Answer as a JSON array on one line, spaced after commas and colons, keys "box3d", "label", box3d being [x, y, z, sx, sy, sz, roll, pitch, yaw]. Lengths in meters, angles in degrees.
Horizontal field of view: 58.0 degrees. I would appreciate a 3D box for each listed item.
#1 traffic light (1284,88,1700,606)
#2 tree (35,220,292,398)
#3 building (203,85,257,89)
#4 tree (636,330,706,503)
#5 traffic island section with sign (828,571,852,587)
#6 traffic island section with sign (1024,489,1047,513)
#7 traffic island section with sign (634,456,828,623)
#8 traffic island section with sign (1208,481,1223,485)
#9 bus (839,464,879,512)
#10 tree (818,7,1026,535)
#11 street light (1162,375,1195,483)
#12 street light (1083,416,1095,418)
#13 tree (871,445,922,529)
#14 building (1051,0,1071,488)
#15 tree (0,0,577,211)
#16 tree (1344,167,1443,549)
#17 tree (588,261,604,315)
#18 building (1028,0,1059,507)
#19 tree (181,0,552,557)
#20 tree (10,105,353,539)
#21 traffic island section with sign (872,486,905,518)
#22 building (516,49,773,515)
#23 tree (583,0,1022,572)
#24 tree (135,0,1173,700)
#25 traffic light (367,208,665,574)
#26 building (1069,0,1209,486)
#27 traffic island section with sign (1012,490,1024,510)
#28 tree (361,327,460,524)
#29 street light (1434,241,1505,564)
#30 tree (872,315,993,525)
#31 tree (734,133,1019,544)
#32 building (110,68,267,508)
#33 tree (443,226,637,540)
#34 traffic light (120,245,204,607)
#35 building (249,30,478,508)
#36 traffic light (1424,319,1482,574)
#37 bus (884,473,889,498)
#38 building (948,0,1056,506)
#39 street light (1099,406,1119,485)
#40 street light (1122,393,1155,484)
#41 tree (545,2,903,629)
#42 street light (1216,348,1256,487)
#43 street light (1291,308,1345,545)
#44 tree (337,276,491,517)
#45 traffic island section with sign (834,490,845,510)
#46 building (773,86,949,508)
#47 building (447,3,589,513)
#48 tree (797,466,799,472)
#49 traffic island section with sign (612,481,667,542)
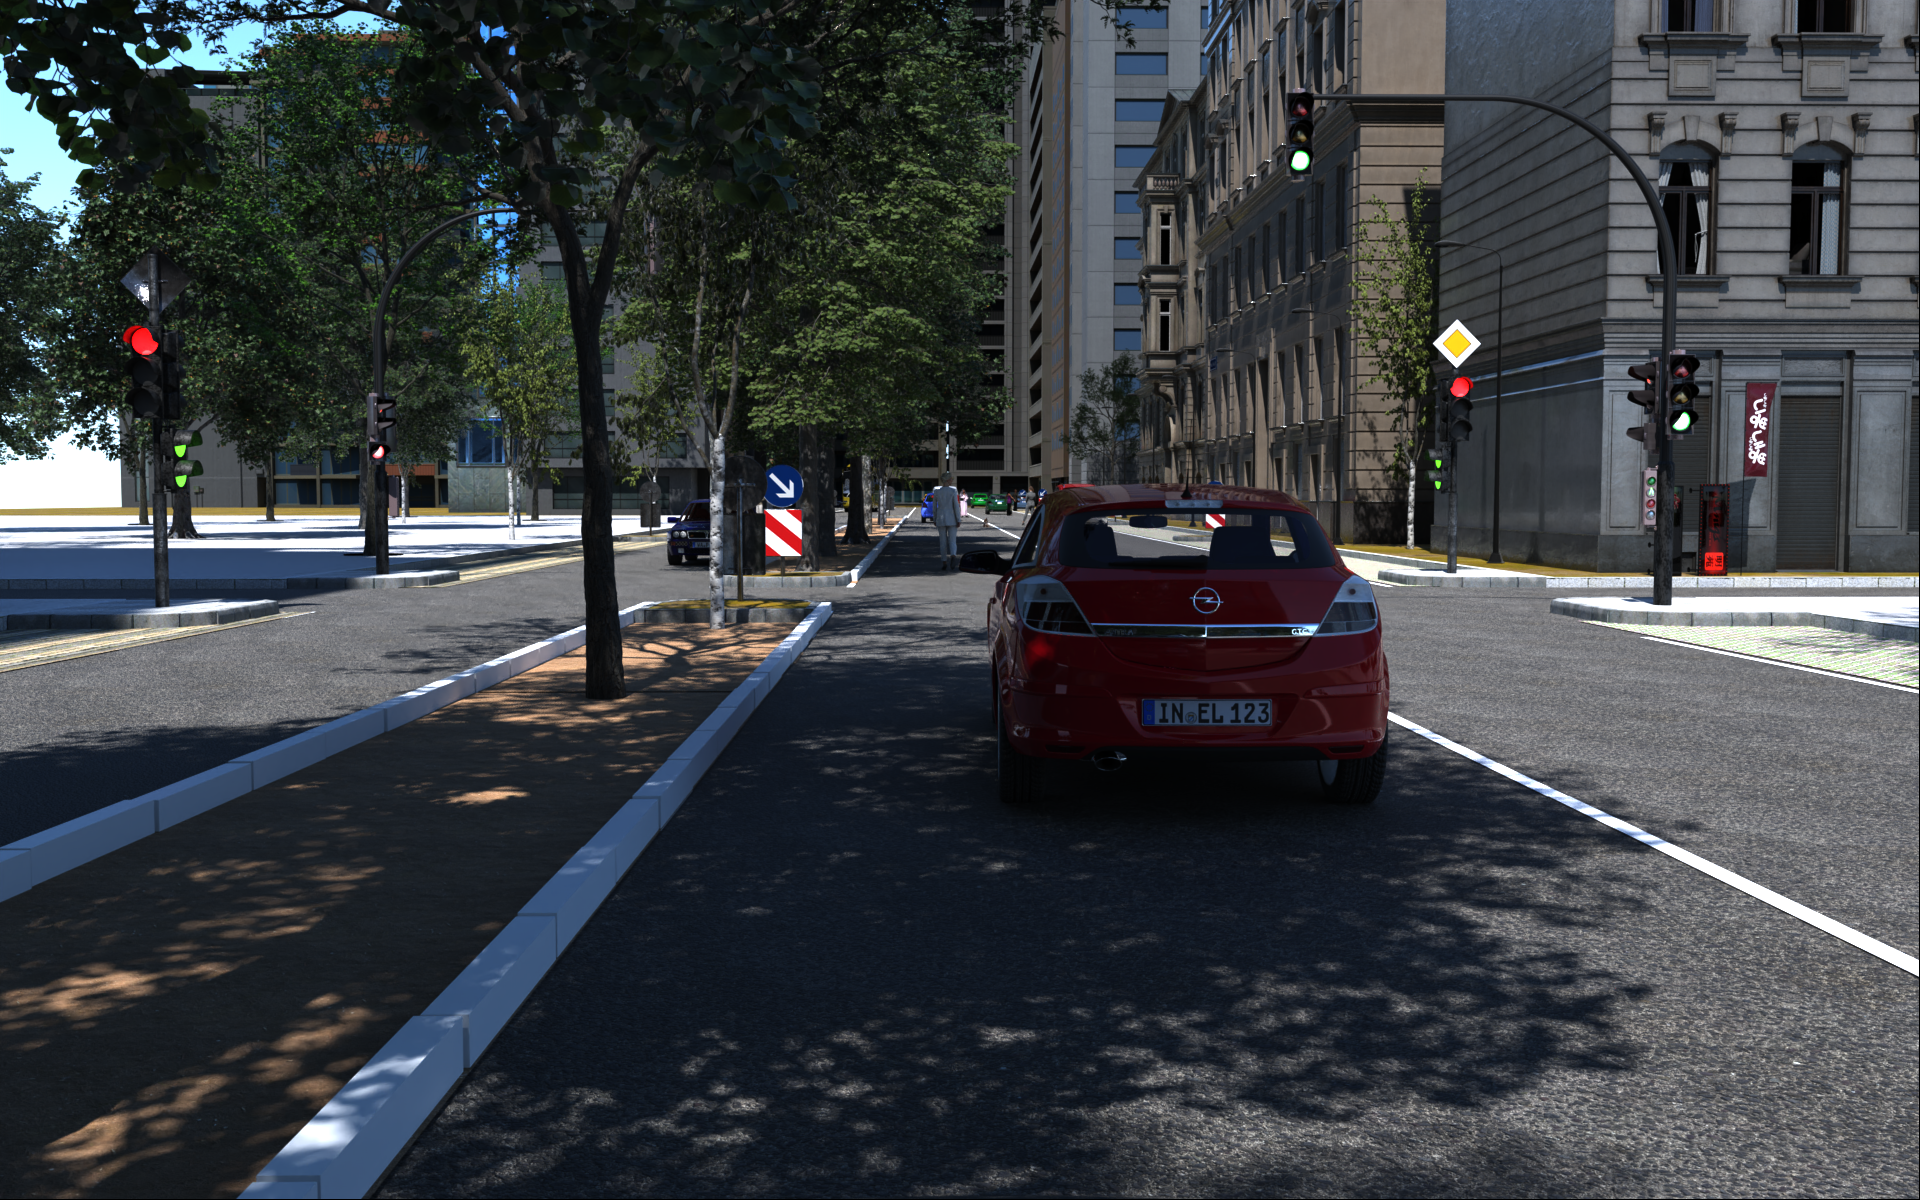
[{"box3d": [6.007, -2.758, 19.757, 4.771, 5.953, 1.251, 0, 4, -1], "label": "traffic light"}, {"box3d": [-33.776, -8.881, 70.957, 9.928, 11.665, 9.643, 0, 3, 0], "label": "tree"}, {"box3d": [-68.607, -35.303, 196.817, 30.456, 49.044, 23.786, 0, 4, -1], "label": "building"}, {"box3d": [-12.895, -7.517, 73.266, 4.737, 8.622, 4.395, 0, 3, 0], "label": "tree"}, {"box3d": [-2.758, -1.184, 27.492, 2.006, 1.907, 1.989, 0, 4, -1], "label": "traffic island section with sign"}, {"box3d": [6.042, -7.409, 129.772, 1.989, 1.847, 2.006, 0, 4, -1], "label": "traffic island section with sign"}, {"box3d": [-2.625, -0.731, 20.086, 2.006, 1.907, 1.989, 0, 4, -1], "label": "traffic island section with sign"}, {"box3d": [7.519, -2.691, 52.631, 1.989, 1.847, 2.006, 0, 4, -1], "label": "traffic island section with sign"}, {"box3d": [-8.008, -9.131, 140.843, 2.896, 3.916, 12.252, 0, 4, 0], "label": "bus"}, {"box3d": [-4.535, -12.410, 61.255, 12.611, 20.169, 13.585, 0, 3, 0], "label": "tree"}, {"box3d": [8.581, -5.818, 67.672, 1.470, 5.913, 1.316, 0, 4, -1], "label": "street light"}, {"box3d": [8.025, -7.984, 103.083, 1.470, 5.913, 1.316, 0, 4, -1], "label": "street light"}, {"box3d": [-3.154, -7.199, 70.529, 4.737, 8.622, 4.395, 0, 3, 0], "label": "tree"}, {"box3d": [15.342, -30.546, 149.532, 14.600, 45.320, 14.200, 0, 4, -1], "label": "building"}, {"box3d": [-2.409, -5.739, 2.948, 9.857, 13.997, 8.962, 0, 3, 0], "label": "tree"}, {"box3d": [10.711, -5.492, 40.161, 4.737, 8.622, 4.395, 0, 3, 0], "label": "tree"}, {"box3d": [-14.607, -14.593, 94.484, 12.611, 20.169, 13.585, 0, 3, 0], "label": "tree"}, {"box3d": [17.919, -33.251, 167.353, 21.300, 48.544, 21.600, 0, 4, -1], "label": "building"}, {"box3d": [-12.062, -6.724, 35.694, 9.928, 11.665, 9.643, 0, 3, 0], "label": "tree"}, {"box3d": [-22.343, -8.116, 49.704, 9.611, 12.733, 9.660, 0, 3, 0], "label": "tree"}, {"box3d": [-4.210, -5.779, 102.616, 2.006, 1.907, 1.989, 0, 4, -1], "label": "traffic island section with sign"}, {"box3d": [-19.625, -20.706, 110.244, 14.160, 30.474, 14.107, 0, 4, -1], "label": "building"}, {"box3d": [-2.777, -6.718, 30.429, 7.486, 12.596, 7.792, 0, 3, 0], "label": "tree"}, {"box3d": [-2.464, -4.604, 12.152, 8.767, 10.594, 7.601, 0, 4, -1], "label": "tree"}, {"box3d": [-7.124, -3.241, 27.653, 4.771, 5.953, 1.251, 0, 4, -1], "label": "traffic light"}, {"box3d": [18.656, -35.833, 127.865, 21.231, 58.520, 28.212, 0, 4, -1], "label": "building"}, {"box3d": [5.517, -9.060, 156.764, 1.989, 1.847, 2.006, 0, 4, -1], "label": "traffic island section with sign"}, {"box3d": [-23.900, -7.620, 74.948, 4.360, 8.622, 3.978, 0, 3, 0], "label": "tree"}, {"box3d": [9.389, -3.632, 31.922, 1.470, 5.913, 1.316, 0, 4, -1], "label": "street light"}, {"box3d": [-3.588, -10.171, 79.115, 12.009, 13.543, 11.850, 0, 3, 0], "label": "tree"}, {"box3d": [-2.997, -7.955, 49.523, 9.611, 12.733, 9.660, 0, 3, 0], "label": "tree"}, {"box3d": [-72.919, -29.761, 170.186, 14.086, 41.232, 14.154, 0, 4, -1], "label": "building"}, {"box3d": [-12.339, -5.979, 48.119, 4.737, 8.622, 4.395, 0, 3, 0], "label": "tree"}, {"box3d": [-9.061, -1.876, 19.594, 0.839, 4.253, 0.868, 0, 4, -1], "label": "traffic light"}, {"box3d": [-50.665, -31.324, 166.773, 28.867, 44.769, 22.147, 0, 4, -1], "label": "building"}, {"box3d": [7.944, -2.385, 27.922, 0.839, 4.253, 0.868, 0, 4, -1], "label": "traffic light"}, {"box3d": [-8.545, -11.165, 174.098, 2.896, 3.916, 12.252, 0, 4, -2], "label": "bus"}, {"box3d": [8.962, -46.325, 195.661, 20.611, 71.187, 20.563, 0, 4, -1], "label": "building"}, {"box3d": [8.164, -7.276, 91.507, 1.470, 5.913, 1.316, 0, 4, -1], "label": "street light"}, {"box3d": [8.398, -6.568, 79.933, 1.470, 5.913, 1.316, 0, 4, -1], "label": "street light"}, {"box3d": [-2.586, -4.004, 18.280, 4.360, 8.622, 3.978, 0, 3, 0], "label": "tree"}, {"box3d": [8.856, -5.064, 55.336, 1.470, 5.913, 1.316, 0, 4, -1], "label": "street light"}, {"box3d": [8.989, -4.340, 43.493, 1.470, 5.913, 1.316, 0, 4, -1], "label": "street light"}, {"box3d": [-30.398, -11.290, 94.954, 12.009, 13.543, 11.850, 0, 3, 0], "label": "tree"}, {"box3d": [-11.418, -9.097, 157.360, 1.989, 1.847, 2.006, 0, 4, -1], "label": "traffic island section with sign"}, {"box3d": [-12.159, -35.061, 196.945, 21.600, 48.544, 21.300, 0, 4, -1], "label": "building"}, {"box3d": [-25.260, -50.047, 130.941, 22.319, 86.520, 31.000, 0, 4, -1], "label": "building"}, {"box3d": [-13.908, -12.429, 153.581, 4.737, 8.622, 4.395, 0, 3, 0], "label": "tree"}, {"box3d": [-9.408, -2.688, 52.573, 1.989, 1.847, 2.006, 0, 4, -1], "label": "traffic island section with sign"}]
